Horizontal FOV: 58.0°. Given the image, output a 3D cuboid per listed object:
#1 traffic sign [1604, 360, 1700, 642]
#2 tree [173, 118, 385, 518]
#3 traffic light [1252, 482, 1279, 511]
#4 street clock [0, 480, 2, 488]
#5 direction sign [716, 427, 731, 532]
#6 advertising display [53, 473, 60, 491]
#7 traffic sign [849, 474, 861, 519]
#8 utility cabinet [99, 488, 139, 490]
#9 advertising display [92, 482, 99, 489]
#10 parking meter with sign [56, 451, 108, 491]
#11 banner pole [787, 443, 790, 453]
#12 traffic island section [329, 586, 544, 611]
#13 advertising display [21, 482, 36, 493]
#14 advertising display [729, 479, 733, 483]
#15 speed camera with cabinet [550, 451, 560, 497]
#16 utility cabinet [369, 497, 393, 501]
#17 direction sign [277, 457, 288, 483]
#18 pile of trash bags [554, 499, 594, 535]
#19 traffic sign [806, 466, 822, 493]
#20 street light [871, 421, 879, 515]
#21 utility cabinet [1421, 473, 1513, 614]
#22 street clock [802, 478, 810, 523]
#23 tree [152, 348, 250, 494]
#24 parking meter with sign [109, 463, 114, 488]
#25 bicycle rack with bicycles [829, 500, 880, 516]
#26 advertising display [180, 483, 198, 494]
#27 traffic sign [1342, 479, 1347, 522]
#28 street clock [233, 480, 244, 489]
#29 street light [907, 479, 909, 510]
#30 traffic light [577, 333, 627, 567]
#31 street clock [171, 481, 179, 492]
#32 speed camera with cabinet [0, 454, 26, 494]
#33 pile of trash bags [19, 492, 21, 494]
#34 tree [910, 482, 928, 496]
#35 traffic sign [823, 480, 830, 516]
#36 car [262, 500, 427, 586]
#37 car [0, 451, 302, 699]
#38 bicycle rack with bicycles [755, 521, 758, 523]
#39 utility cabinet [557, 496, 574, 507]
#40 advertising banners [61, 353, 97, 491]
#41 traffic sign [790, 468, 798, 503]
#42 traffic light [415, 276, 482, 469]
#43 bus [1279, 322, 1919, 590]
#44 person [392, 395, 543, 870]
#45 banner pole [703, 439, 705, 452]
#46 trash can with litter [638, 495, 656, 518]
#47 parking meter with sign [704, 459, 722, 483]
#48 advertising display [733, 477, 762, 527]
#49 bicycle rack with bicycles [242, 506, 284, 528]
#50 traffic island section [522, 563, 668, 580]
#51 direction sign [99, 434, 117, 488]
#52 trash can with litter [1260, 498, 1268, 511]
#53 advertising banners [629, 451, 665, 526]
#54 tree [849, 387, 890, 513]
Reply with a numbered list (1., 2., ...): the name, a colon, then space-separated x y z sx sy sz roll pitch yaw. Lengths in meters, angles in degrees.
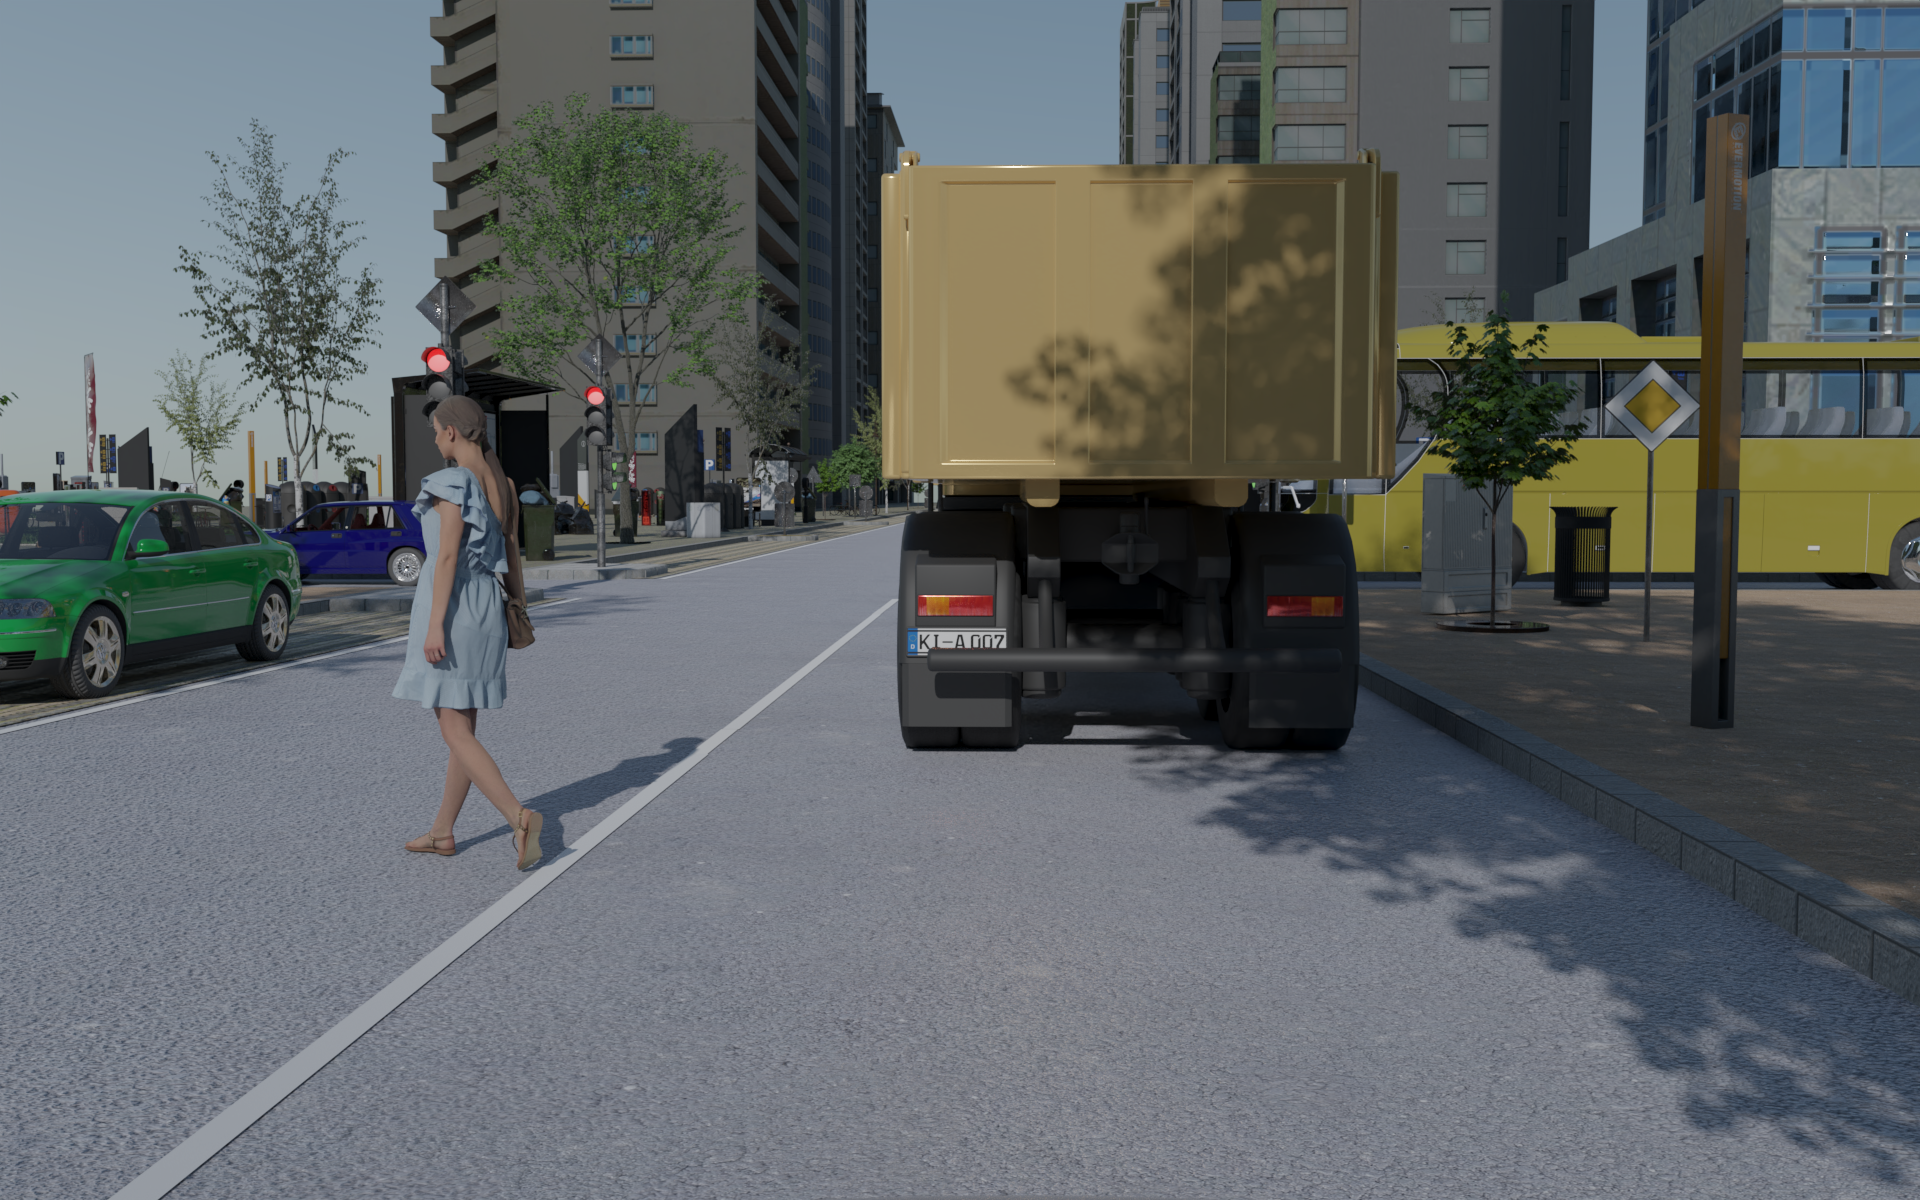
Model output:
1. traffic sign: 5.959 -0.843 14.972 0.795 2.450 0.064 1 4 10
2. tree: -13.161 -5.127 34.184 4.360 8.622 3.978 0 3 0
3. traffic light: 3.954 -2.018 21.913 0.839 4.253 0.868 0 4 2
4. street clock: -45.941 -4.773 82.603 0.471 2.002 0.358 0 4 4
5. direction sign: -8.043 -4.095 58.954 0.379 3.537 0.876 2 4 26
6. advertising display: -27.910 -2.956 53.541 0.123 1.923 0.974 -1 4 -23
7. traffic sign: -5.486 -5.405 90.494 0.606 2.300 0.079 1 4 9
8. utility cabinet: -28.639 -3.081 59.045 1.173 1.500 0.318 -1 4 -14
9. advertising display: -45.991 -5.311 92.042 0.123 1.923 0.974 0 4 -6
10. parking meter with sign: -36.040 -4.574 71.047 1.738 3.016 0.543 0 4 -1
11. banner pole: -8.418 -5.802 84.884 0.401 3.779 0.863 -1 4 -13
12. traffic island section: -6.639 -0.011 22.457 2.009 0.180 2.903 0 4 2
13. advertising display: -48.547 -5.203 90.286 0.123 1.923 0.974 0 4 7
14. advertising display: -9.577 -4.126 72.676 0.123 1.923 0.974 -1 4 -14
15. speed camera with cabinet: -18.559 -5.267 80.453 0.660 3.252 2.038 2 4 32
16. utility cabinet: -14.776 -2.045 44.594 1.020 1.237 0.306 2 4 34
17. direction sign: -41.459 -6.974 106.028 0.876 3.537 0.379 2 4 31
18. pile of trash bags: -13.350 -2.732 54.417 3.447 1.369 1.912 -2 4 -32
19. traffic sign: -6.800 -4.902 80.147 0.884 2.594 0.081 1 4 11
20. street light: -5.192 -8.216 107.118 0.468 5.910 1.993 0 4 2
21. utility cabinet: 5.476 -0.610 18.646 1.173 1.500 0.318 -3 4 -37
22. street clock: -6.801 -4.388 76.309 0.358 2.002 0.471 1 4 9
23. tree: -38.798 -8.432 88.221 4.737 8.622 4.395 0 3 0
24. parking meter with sign: -47.927 -6.197 97.578 0.543 3.016 1.738 -1 4 -18
25. bicycle rack with bicycles: -6.627 -5.525 103.719 2.925 0.926 2.852 2 4 29
26. advertising display: -45.363 -5.914 101.901 0.974 1.923 0.123 -1 4 -13
27. traffic sign: 5.038 -1.258 22.706 0.606 2.300 0.079 1 4 12
28. street clock: -36.193 -5.039 86.952 0.471 2.002 0.358 1 4 11
29. street light: -4.103 -9.994 136.194 0.468 5.910 1.993 0 4 2
30. traffic light: -6.278 -2.531 30.299 0.839 4.253 0.868 0 4 2
31. street clock: -44.564 -5.732 98.285 0.358 2.002 0.471 2 4 25
32. speed camera with cabinet: -47.087 -5.587 85.679 0.660 3.252 2.038 0 4 6
33. pile of trash bags: -18.717 -1.660 36.895 3.447 1.369 1.912 -1 4 -13
34. tree: -3.663 -9.892 156.337 1.663 3.219 1.824 0 3 0
35. traffic sign: -7.925 -6.132 100.372 0.768 2.556 0.104 1 4 8
36. car: -9.833 -0.926 27.727 3.894 1.354 1.945 0 4 3
37. car: -6.800 -0.287 13.486 1.959 1.807 4.718 0 4 2
38. bicycle rack with bicycles: -10.127 -3.812 75.708 2.925 0.926 2.852 -2 4 -28
39. utility cabinet: -13.078 -2.833 57.483 0.306 1.237 1.020 -2 4 -30
40. advertising banners: -11.338 -1.597 22.302 0.090 3.025 2.074 -3 4 -37
41. traffic sign: -8.204 -5.110 83.647 0.768 2.556 0.104 0 4 8
42. traffic light: -6.599 -2.043 22.321 0.839 4.253 0.868 0 4 2
43. bus: 10.652 -2.062 25.262 12.252 3.916 2.896 0 4 1
44. person: -1.875 0.113 6.747 0.778 1.811 0.616 2 4 32
45. banner pole: -11.895 -5.441 78.972 0.863 3.779 0.401 1 4 22
46. trash can with litter: -16.615 -5.264 97.118 2.233 1.210 1.678 2 4 30
47. parking meter with sign: -12.375 -5.598 87.784 0.543 3.016 1.738 1 4 13
48. advertising display: -8.201 -3.795 67.264 0.974 1.923 0.123 0 4 2
49. bicycle rack with bicycles: -21.351 -2.334 51.538 2.852 0.926 2.925 -2 4 -31
50. traffic island section: -6.317 -0.499 30.435 2.009 0.180 2.903 0 4 2
51. direction sign: -32.277 -4.506 65.674 0.876 3.537 0.379 2 4 26
52. trash can with litter: 5.942 -1.298 32.277 1.678 1.210 2.233 2 4 27
53. advertising banners: -12.669 -4.515 70.002 2.074 3.025 0.090 2 4 29
54. tree: -5.109 -10.064 114.910 4.737 8.622 4.395 0 3 0
